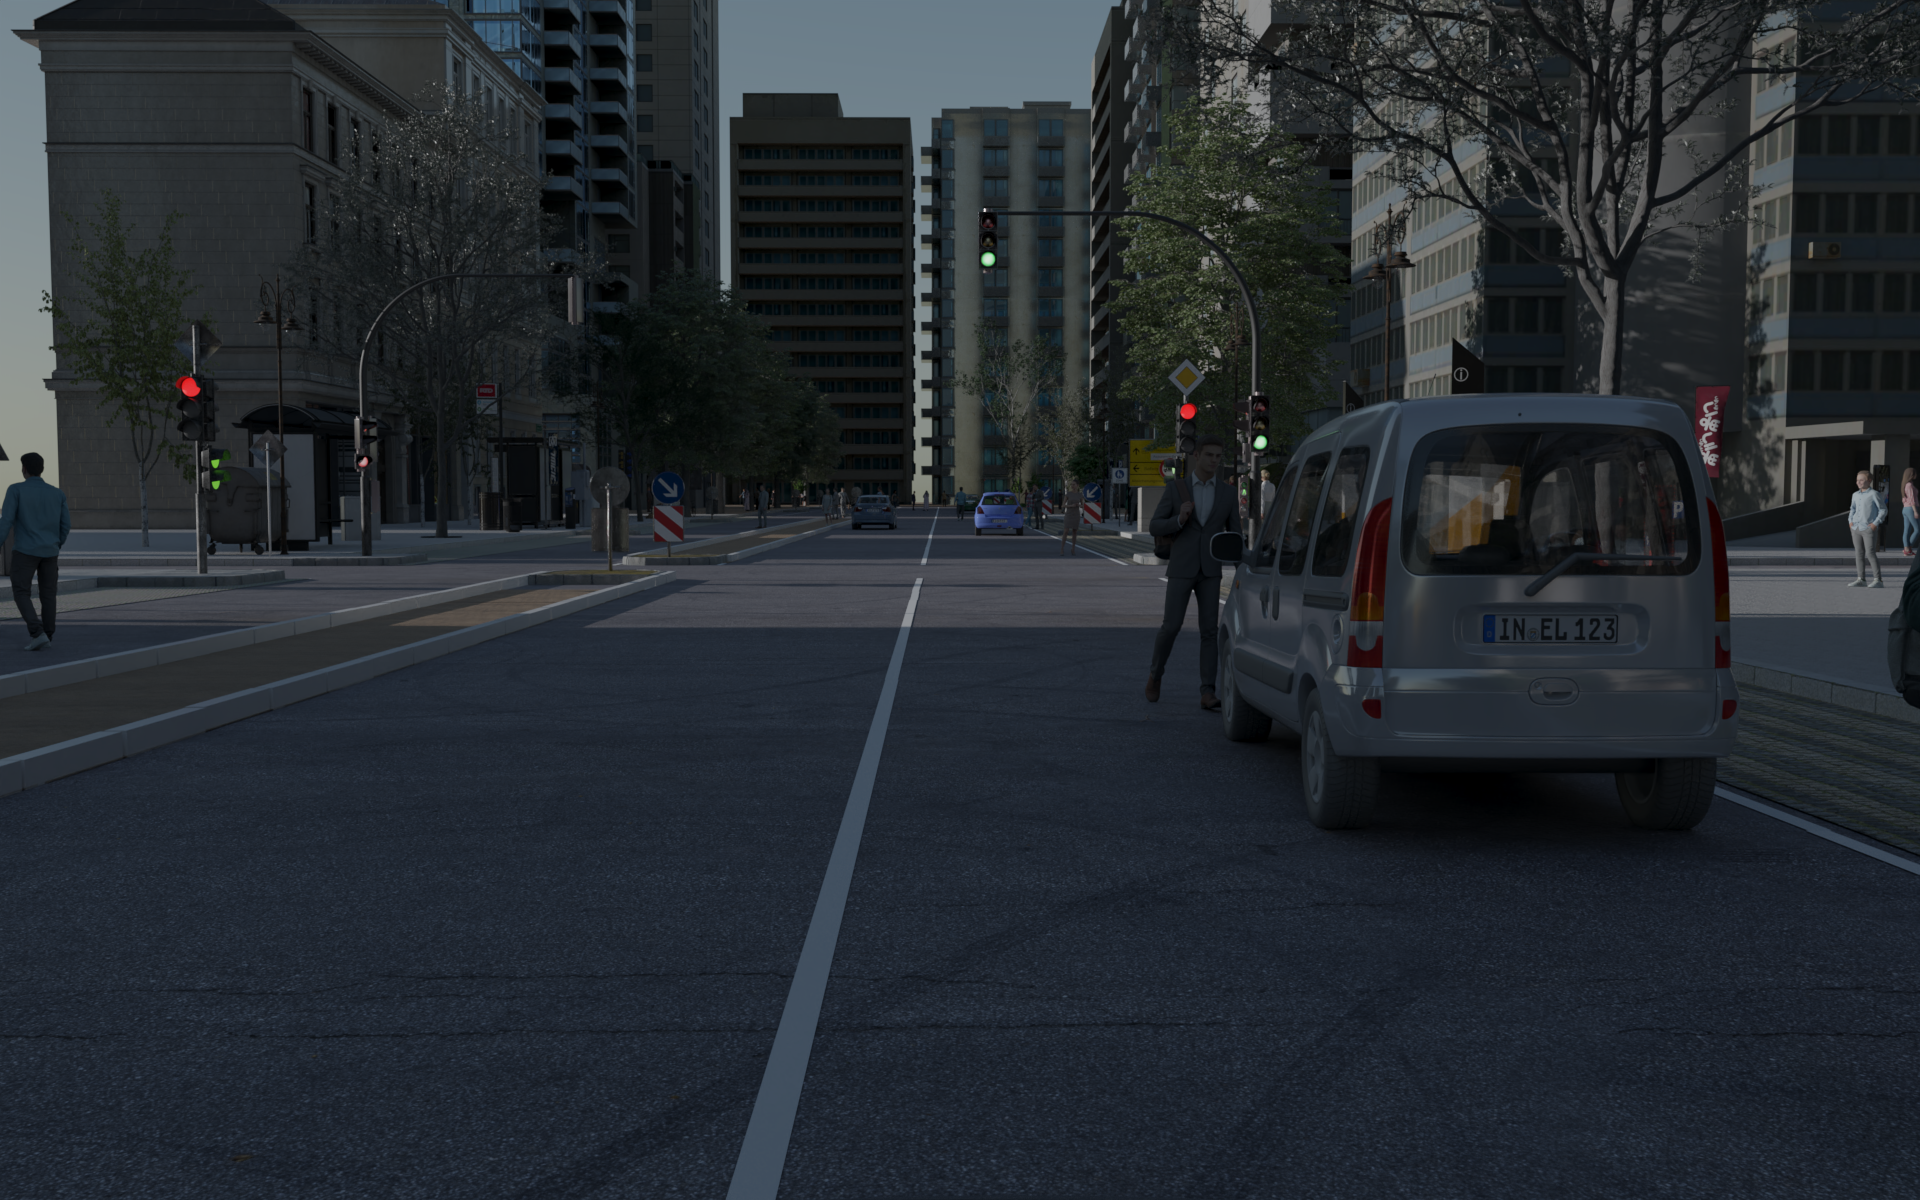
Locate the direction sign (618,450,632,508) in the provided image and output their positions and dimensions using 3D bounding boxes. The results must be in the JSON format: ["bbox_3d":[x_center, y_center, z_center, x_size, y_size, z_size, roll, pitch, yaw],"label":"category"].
[{"bbox_3d":[-17.141,-5.915,88.714,0.379,3.537,0.876,3,4,38],"label":"direction sign"}]

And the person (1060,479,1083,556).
[{"bbox_3d":[2.617,-1.932,40.427,0.599,1.781,0.374,-1,4,-10],"label":"person"}]

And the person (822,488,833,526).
[{"bbox_3d":[-5.883,-4.129,77.012,0.512,1.701,0.522,1,4,9],"label":"person"}]

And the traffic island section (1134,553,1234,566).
[{"bbox_3d":[4.713,-0.847,36.122,2.009,0.180,2.903,0,4,-1],"label":"traffic island section"}]

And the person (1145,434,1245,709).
[{"bbox_3d":[1.594,-0.194,11.637,0.622,1.834,0.822,-1,4,-15],"label":"person"}]

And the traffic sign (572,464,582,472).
[{"bbox_3d":[-16.250,-4.450,72.867,0.768,2.556,0.104,0,4,8],"label":"traffic sign"}]

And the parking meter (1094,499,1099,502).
[{"bbox_3d":[6.189,-4.337,79.328,0.372,1.533,0.369,0,3,0],"label":"parking meter"}]

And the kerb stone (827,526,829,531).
[{"bbox_3d":[-5.166,-2.661,65.752,0.120,0.150,1.000,0,4,-1],"label":"kerb stone"}]

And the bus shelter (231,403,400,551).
[{"bbox_3d":[-15.247,-2.905,41.422,2.014,3.302,5.546,0,4,-1],"label":"bus shelter"}]

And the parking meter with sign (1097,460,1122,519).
[{"bbox_3d":[7.450,-5.685,89.204,1.738,3.016,0.543,2,4,27],"label":"parking meter with sign"}]

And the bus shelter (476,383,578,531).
[{"bbox_3d":[-16.352,-5.349,65.093,2.179,5.291,8.768,0,4,-1],"label":"bus shelter"}]

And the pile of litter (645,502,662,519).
[{"bbox_3d":[-15.896,-4.660,90.150,1.176,0.858,1.719,1,4,14],"label":"pile of litter"}]

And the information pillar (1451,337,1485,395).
[{"bbox_3d":[7.546,-2.109,25.845,0.504,3.616,0.183,1,4,20],"label":"information pillar"}]

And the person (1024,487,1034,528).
[{"bbox_3d":[2.979,-3.944,73.820,0.643,1.720,0.563,-1,4,-18],"label":"person"}]

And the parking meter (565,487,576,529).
[{"bbox_3d":[-14.310,-3.376,63.602,0.372,1.533,0.369,0,3,0],"label":"parking meter"}]

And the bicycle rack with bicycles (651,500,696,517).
[{"bbox_3d":[-16.442,-5.220,98.721,2.852,0.926,2.925,-1,4,-20],"label":"bicycle rack with bicycles"}]

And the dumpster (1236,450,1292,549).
[{"bbox_3d":[7.133,-2.248,39.243,1.502,2.255,1.985,0,4,-1],"label":"dumpster"}]

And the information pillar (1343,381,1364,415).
[{"bbox_3d":[8.171,-2.737,36.100,0.504,3.616,0.183,-2,4,-24],"label":"information pillar"}]

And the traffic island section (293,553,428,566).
[{"bbox_3d":[-12.327,-0.836,35.953,2.009,0.180,2.903,0,4,-1],"label":"traffic island section"}]

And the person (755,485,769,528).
[{"bbox_3d":[-8.227,-3.896,72.301,0.635,1.810,0.391,3,5,43],"label":"person"}]

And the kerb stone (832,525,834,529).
[{"bbox_3d":[-5.202,-2.852,68.822,0.120,0.150,1.000,0,4,-1],"label":"kerb stone"}]

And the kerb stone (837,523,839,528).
[{"bbox_3d":[-5.232,-3.038,71.894,0.120,0.150,1.000,0,4,-1],"label":"kerb stone"}]

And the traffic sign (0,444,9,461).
[{"bbox_3d":[-15.678,-1.701,27.815,0.884,2.594,0.081,0,4,8],"label":"traffic sign"}]

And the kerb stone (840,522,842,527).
[{"bbox_3d":[-5.254,-3.165,73.957,0.120,0.150,1.000,0,4,-1],"label":"kerb stone"}]

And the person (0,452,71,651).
[{"bbox_3d":[-8.543,-0.458,16.010,0.620,1.820,0.660,2,4,32],"label":"person"}]

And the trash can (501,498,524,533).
[{"bbox_3d":[-14.962,-2.831,57.936,0.748,1.137,0.748,0,3,0],"label":"trash can"}]

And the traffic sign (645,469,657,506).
[{"bbox_3d":[-15.584,-5.389,88.108,0.884,2.594,0.081,0,4,5],"label":"traffic sign"}]

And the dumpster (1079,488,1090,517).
[{"bbox_3d":[7.497,-5.802,97.354,1.502,2.255,1.985,0,4,-1],"label":"dumpster"}]

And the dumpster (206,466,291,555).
[{"bbox_3d":[-15.281,-1.919,37.128,1.264,1.857,1.865,0,4,-1],"label":"dumpster"}]

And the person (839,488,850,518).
[{"bbox_3d":[-7.028,-5.866,104.522,0.709,1.813,0.853,-2,4,-29],"label":"person"}]

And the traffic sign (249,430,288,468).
[{"bbox_3d":[-14.189,-2.190,35.540,0.795,2.593,0.064,0,4,1],"label":"traffic sign"}]

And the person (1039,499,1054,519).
[{"bbox_3d":[4.450,-5.012,90.720,0.850,1.792,0.678,2,4,32],"label":"person"}]

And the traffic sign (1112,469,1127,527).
[{"bbox_3d":[6.263,-4.029,68.008,0.606,2.300,0.079,0,4,2],"label":"traffic sign"}]

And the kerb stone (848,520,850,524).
[{"bbox_3d":[-5.313,-3.542,80.100,0.120,0.150,1.000,0,4,-1],"label":"kerb stone"}]

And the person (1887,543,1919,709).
[{"bbox_3d":[2.352,0.303,3.537,0.794,1.824,0.713,1,4,16],"label":"person"}]

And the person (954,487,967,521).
[{"bbox_3d":[0.021,-5.115,92.148,0.660,1.820,0.620,-1,4,-10],"label":"person"}]

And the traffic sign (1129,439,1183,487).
[{"bbox_3d":[7.346,-4.273,63.744,2.265,3.308,0.079,0,4,6],"label":"traffic sign"}]

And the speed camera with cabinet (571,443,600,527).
[{"bbox_3d":[-14.661,-4.491,67.757,0.660,3.252,2.038,0,4,4],"label":"speed camera with cabinet"}]

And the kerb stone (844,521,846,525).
[{"bbox_3d":[-5.289,-3.350,77.026,0.120,0.150,1.000,0,4,-1],"label":"kerb stone"}]

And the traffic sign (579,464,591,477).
[{"bbox_3d":[-16.011,-4.484,73.421,0.768,2.556,0.104,0,4,4],"label":"traffic sign"}]

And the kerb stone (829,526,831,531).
[{"bbox_3d":[-5.182,-2.727,66.774,0.120,0.150,1.000,0,4,-1],"label":"kerb stone"}]

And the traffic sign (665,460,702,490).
[{"bbox_3d":[-16.587,-6.729,103.894,2.265,3.308,0.079,0,4,7],"label":"traffic sign"}]

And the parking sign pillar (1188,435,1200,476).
[{"bbox_3d":[7.606,-4.138,56.120,1.447,3.967,1.447,1,4,18],"label":"parking sign pillar"}]

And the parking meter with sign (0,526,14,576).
[{"bbox_3d":[-15.326,-1.853,26.550,0.543,3.016,1.738,3,5,40],"label":"parking meter with sign"}]

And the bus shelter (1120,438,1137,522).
[{"bbox_3d":[8.198,-5.199,76.287,1.731,3.624,6.357,0,4,0],"label":"bus shelter"}]

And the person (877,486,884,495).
[{"bbox_3d":[-3.817,-4.601,83.823,0.778,1.811,0.616,3,4,38],"label":"person"}]

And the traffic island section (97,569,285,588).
[{"bbox_3d":[-12.246,-0.348,27.969,2.009,0.180,2.903,0,4,-1],"label":"traffic island section"}]

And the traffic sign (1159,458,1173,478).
[{"bbox_3d":[7.423,-3.741,61.272,0.768,2.556,0.104,0,4,5],"label":"traffic sign"}]

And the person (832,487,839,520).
[{"bbox_3d":[-7.021,-5.375,96.583,0.583,1.804,0.606,1,4,14],"label":"person"}]

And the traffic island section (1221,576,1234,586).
[{"bbox_3d":[4.795,-0.358,28.137,2.009,0.180,2.903,0,4,-1],"label":"traffic island section"}]

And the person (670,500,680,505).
[{"bbox_3d":[-10.382,-3.319,62.996,0.478,1.798,0.641,-2,4,-25],"label":"person"}]

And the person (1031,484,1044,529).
[{"bbox_3d":[3.124,-3.770,69.943,0.447,1.846,0.655,-3,4,-37],"label":"person"}]

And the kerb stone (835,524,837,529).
[{"bbox_3d":[-5.223,-2.973,70.872,0.120,0.150,1.000,0,4,-1],"label":"kerb stone"}]
